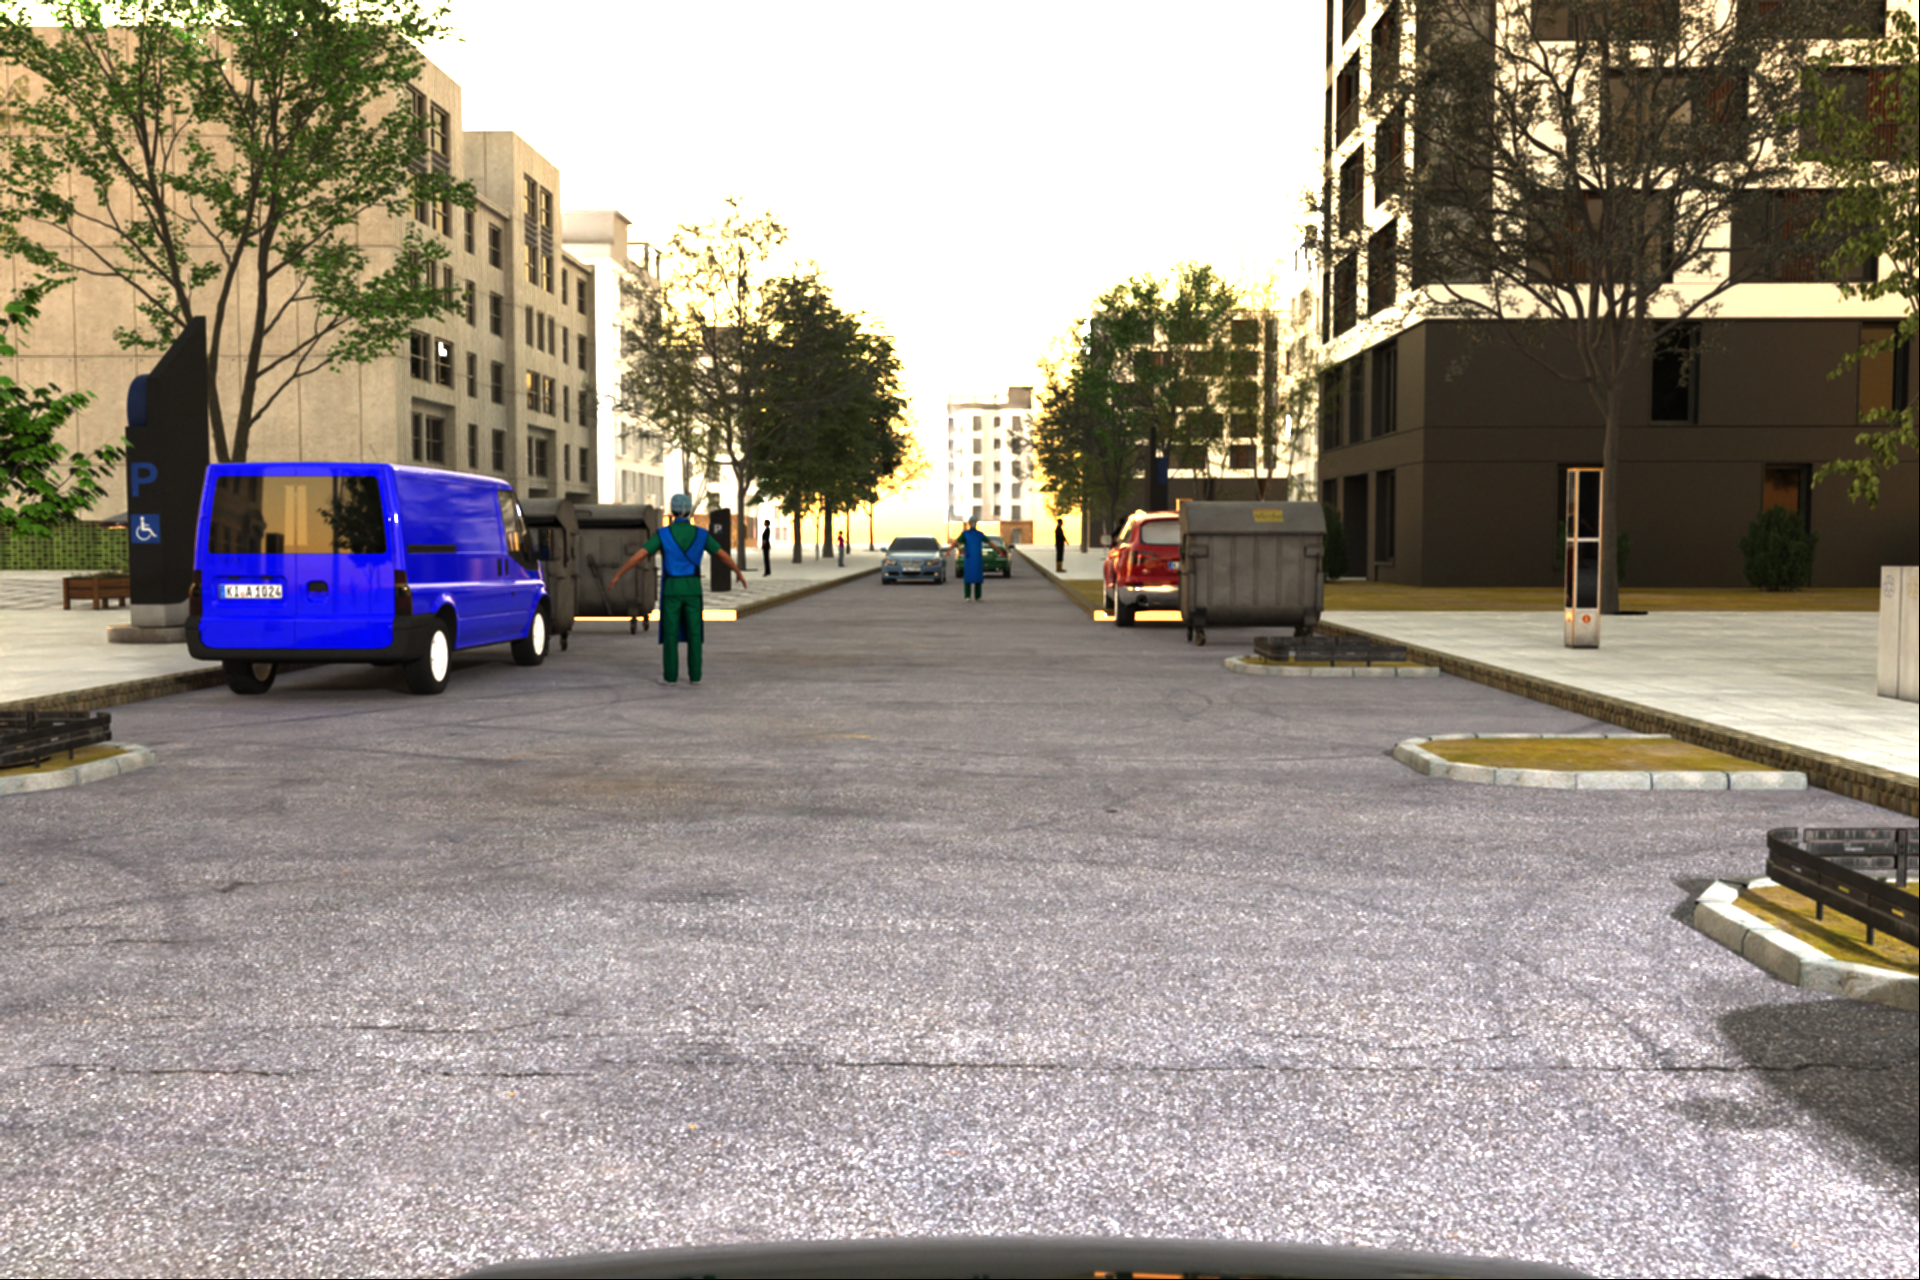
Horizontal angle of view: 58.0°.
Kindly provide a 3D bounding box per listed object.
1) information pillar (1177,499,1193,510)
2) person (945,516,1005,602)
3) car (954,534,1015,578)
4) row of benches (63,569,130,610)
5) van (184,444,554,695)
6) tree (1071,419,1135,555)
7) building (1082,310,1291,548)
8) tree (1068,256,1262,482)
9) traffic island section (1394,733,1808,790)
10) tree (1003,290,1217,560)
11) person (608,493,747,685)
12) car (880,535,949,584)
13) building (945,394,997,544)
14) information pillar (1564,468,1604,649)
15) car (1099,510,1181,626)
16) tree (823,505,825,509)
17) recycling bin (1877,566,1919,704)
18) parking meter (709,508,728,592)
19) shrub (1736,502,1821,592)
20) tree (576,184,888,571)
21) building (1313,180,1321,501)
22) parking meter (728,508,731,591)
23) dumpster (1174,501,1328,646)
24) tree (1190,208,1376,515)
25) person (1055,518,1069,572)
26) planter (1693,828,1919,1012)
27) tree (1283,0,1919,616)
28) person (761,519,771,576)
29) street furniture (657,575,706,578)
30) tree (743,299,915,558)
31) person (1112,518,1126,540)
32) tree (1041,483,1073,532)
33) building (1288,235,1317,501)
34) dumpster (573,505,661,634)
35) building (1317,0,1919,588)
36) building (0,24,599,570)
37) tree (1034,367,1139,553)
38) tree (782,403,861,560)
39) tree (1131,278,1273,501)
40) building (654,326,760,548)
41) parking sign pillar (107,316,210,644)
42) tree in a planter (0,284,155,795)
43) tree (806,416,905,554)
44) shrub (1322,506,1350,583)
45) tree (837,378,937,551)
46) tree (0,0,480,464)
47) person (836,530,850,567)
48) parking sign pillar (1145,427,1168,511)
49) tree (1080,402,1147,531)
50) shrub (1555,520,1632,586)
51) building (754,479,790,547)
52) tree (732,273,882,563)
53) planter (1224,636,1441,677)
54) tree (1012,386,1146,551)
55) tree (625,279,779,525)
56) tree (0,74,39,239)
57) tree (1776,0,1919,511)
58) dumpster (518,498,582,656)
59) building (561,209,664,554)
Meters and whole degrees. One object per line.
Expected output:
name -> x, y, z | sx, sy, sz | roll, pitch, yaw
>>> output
information pillar -> 4.705, -1.948, 36.348 | 0.304, 2.012, 0.304 | 0, 4, 1
person -> 0.293, -1.718, 36.672 | 1.347, 1.817, 0.704 | -1, 4, -19
car -> 0.790, -2.829, 58.057 | 2.131, 1.459, 4.920 | 0, 4, 1
row of benches -> -14.520, -0.967, 31.279 | 1.422, 0.672, 4.104 | 1, 4, 10
van -> -5.538, -0.780, 17.130 | 2.240, 2.365, 5.245 | 0, 4, 1
tree -> 8.823, -9.438, 104.677 | 4.360, 8.622, 3.978 | 0, 3, 0
building -> 26.074, -20.206, 174.334 | 27.936, 21.610, 32.646 | 0, 4, 1
tree -> 7.574, -8.490, 64.561 | 9.928, 11.665, 9.643 | 0, 3, 0
traffic island section -> 3.771, 0.743, 10.710 | 1.991, 0.108, 1.994 | 0, 4, 1
tree -> 7.668, -10.785, 86.697 | 12.009, 13.543, 11.850 | 0, 3, 0
person -> -2.660, -0.483, 16.480 | 1.347, 1.817, 0.704 | -2, 4, -24
car -> -1.314, -2.370, 50.755 | 2.014, 1.417, 4.499 | 0, 4, 2
building -> -1.667, -22.444, 225.843 | 11.380, 20.090, 16.016 | 0, 4, 5
information pillar -> 6.989, -0.913, 19.418 | 0.304, 2.012, 0.304 | 0, 4, 1
car -> 3.461, -1.205, 28.382 | 2.281, 1.827, 5.304 | 0, 4, 2
tree -> -16.047, -22.338, 221.107 | 12.611, 20.169, 13.585 | 0, 3, 0
recycling bin -> 7.620, -0.050, 13.371 | 0.722, 1.027, 0.722 | 0, 4, 2
parking meter -> -5.390, -2.014, 38.633 | 0.399, 1.863, 0.255 | 0, 4, 3
shrub -> 18.190, -2.085, 38.517 | 1.690, 2.028, 1.600 | 0, 3, 0
tree -> -7.653, -9.182, 60.493 | 12.009, 13.543, 11.850 | 0, 3, 0
building -> 23.592, -14.232, 89.120 | 16.016, 20.090, 11.380 | 0, 4, 1
parking meter -> -5.389, -2.044, 39.124 | 0.399, 1.863, 0.255 | 0, 4, 3
dumpster -> 3.781, -0.881, 22.626 | 1.865, 1.857, 1.264 | 0, 4, 1
tree -> 6.942, -5.469, 39.779 | 4.360, 8.622, 3.978 | 0, 3, 0
person -> 3.416, -3.211, 58.631 | 0.704, 1.812, 1.346 | -1, 4, -12
planter -> 3.662, 0.932, 5.909 | 1.991, 0.319, 1.994 | 0, 4, 2
tree -> 10.420, -7.168, 27.563 | 12.009, 13.543, 11.850 | 0, 3, 0
person -> -5.959, -2.809, 52.653 | 0.721, 1.740, 1.216 | 0, 4, -7
street furniture -> -13.015, -2.299, 44.449 | 11.010, 1.723, 9.812 | -2, 4, -27
tree -> -7.337, -11.504, 94.741 | 9.857, 13.997, 8.962 | 0, 3, 0
person -> 5.474, -3.171, 58.031 | 0.705, 1.806, 1.347 | -3, 5, -42
tree -> 12.668, -16.765, 224.470 | 4.737, 8.622, 4.395 | 0, 3, 0
building -> 26.277, -15.535, 110.421 | 16.016, 20.090, 11.380 | 0, 4, 1
dumpster -> -5.363, -1.036, 25.149 | 1.865, 1.857, 1.264 | 0, 4, 1
building -> 25.417, -13.022, 56.890 | 27.936, 21.610, 32.646 | 0, 4, 1
building -> -27.875, -12.835, 76.317 | 16.747, 18.905, 31.486 | 0, 4, 1
tree -> 8.664, -12.217, 117.870 | 7.486, 12.596, 7.792 | 0, 3, 0
tree -> -6.879, -8.188, 84.239 | 4.737, 8.622, 4.395 | 0, 3, 0
tree -> 7.040, -6.095, 50.012 | 4.360, 8.622, 3.978 | 0, 3, 0
building -> -25.175, -18.489, 158.723 | 16.016, 20.090, 11.380 | 0, 4, 2
parking sign pillar -> -9.522, -1.981, 20.861 | 1.447, 3.967, 1.447 | 0, 4, 1
tree in a planter -> -6.005, -0.794, 10.209 | 1.991, 3.239, 1.994 | 0, 4, 1
tree -> -6.983, -10.817, 111.276 | 8.767, 10.594, 7.601 | 2, 4, 35
shrub -> 9.495, -2.541, 45.589 | 1.661, 2.075, 1.752 | 0, 3, 0
tree -> -6.718, -13.359, 128.788 | 12.009, 13.543, 11.850 | 0, 3, 0
tree -> -11.486, -6.196, 27.057 | 9.928, 11.665, 9.643 | 0, 3, 0
person -> -4.606, -3.587, 67.913 | 0.599, 1.433, 0.991 | -3, 4, -36
parking sign pillar -> 4.987, -3.410, 44.227 | 1.447, 3.967, 1.447 | 0, 3, 0
tree -> 8.438, -8.987, 97.299 | 4.360, 8.622, 3.978 | 0, 3, 0
shrub -> 13.928, -2.062, 38.130 | 1.690, 2.028, 1.600 | 0, 3, 0
building -> -23.244, -15.280, 191.979 | 9.099, 9.664, 28.070 | 0, 4, 2
tree -> -6.894, -9.650, 75.900 | 7.486, 12.596, 7.792 | 0, 3, 0
planter -> 3.850, 0.168, 18.388 | 1.991, 0.319, 1.994 | 0, 4, 1
tree -> 9.532, -13.699, 134.342 | 12.009, 13.543, 11.850 | 0, 3, 0
tree -> -8.146, -6.140, 50.755 | 4.360, 8.622, 3.978 | 0, 3, 0
tree -> -11.302, -4.056, 16.684 | 4.360, 8.622, 3.978 | 0, 3, 0
tree -> 9.441, -4.002, 15.798 | 4.737, 8.622, 4.395 | 0, 3, 0
dumpster -> -5.573, -0.766, 20.746 | 1.865, 1.857, 1.264 | 0, 4, 1
building -> -24.997, -15.038, 102.287 | 16.016, 20.090, 11.380 | 0, 4, 2
